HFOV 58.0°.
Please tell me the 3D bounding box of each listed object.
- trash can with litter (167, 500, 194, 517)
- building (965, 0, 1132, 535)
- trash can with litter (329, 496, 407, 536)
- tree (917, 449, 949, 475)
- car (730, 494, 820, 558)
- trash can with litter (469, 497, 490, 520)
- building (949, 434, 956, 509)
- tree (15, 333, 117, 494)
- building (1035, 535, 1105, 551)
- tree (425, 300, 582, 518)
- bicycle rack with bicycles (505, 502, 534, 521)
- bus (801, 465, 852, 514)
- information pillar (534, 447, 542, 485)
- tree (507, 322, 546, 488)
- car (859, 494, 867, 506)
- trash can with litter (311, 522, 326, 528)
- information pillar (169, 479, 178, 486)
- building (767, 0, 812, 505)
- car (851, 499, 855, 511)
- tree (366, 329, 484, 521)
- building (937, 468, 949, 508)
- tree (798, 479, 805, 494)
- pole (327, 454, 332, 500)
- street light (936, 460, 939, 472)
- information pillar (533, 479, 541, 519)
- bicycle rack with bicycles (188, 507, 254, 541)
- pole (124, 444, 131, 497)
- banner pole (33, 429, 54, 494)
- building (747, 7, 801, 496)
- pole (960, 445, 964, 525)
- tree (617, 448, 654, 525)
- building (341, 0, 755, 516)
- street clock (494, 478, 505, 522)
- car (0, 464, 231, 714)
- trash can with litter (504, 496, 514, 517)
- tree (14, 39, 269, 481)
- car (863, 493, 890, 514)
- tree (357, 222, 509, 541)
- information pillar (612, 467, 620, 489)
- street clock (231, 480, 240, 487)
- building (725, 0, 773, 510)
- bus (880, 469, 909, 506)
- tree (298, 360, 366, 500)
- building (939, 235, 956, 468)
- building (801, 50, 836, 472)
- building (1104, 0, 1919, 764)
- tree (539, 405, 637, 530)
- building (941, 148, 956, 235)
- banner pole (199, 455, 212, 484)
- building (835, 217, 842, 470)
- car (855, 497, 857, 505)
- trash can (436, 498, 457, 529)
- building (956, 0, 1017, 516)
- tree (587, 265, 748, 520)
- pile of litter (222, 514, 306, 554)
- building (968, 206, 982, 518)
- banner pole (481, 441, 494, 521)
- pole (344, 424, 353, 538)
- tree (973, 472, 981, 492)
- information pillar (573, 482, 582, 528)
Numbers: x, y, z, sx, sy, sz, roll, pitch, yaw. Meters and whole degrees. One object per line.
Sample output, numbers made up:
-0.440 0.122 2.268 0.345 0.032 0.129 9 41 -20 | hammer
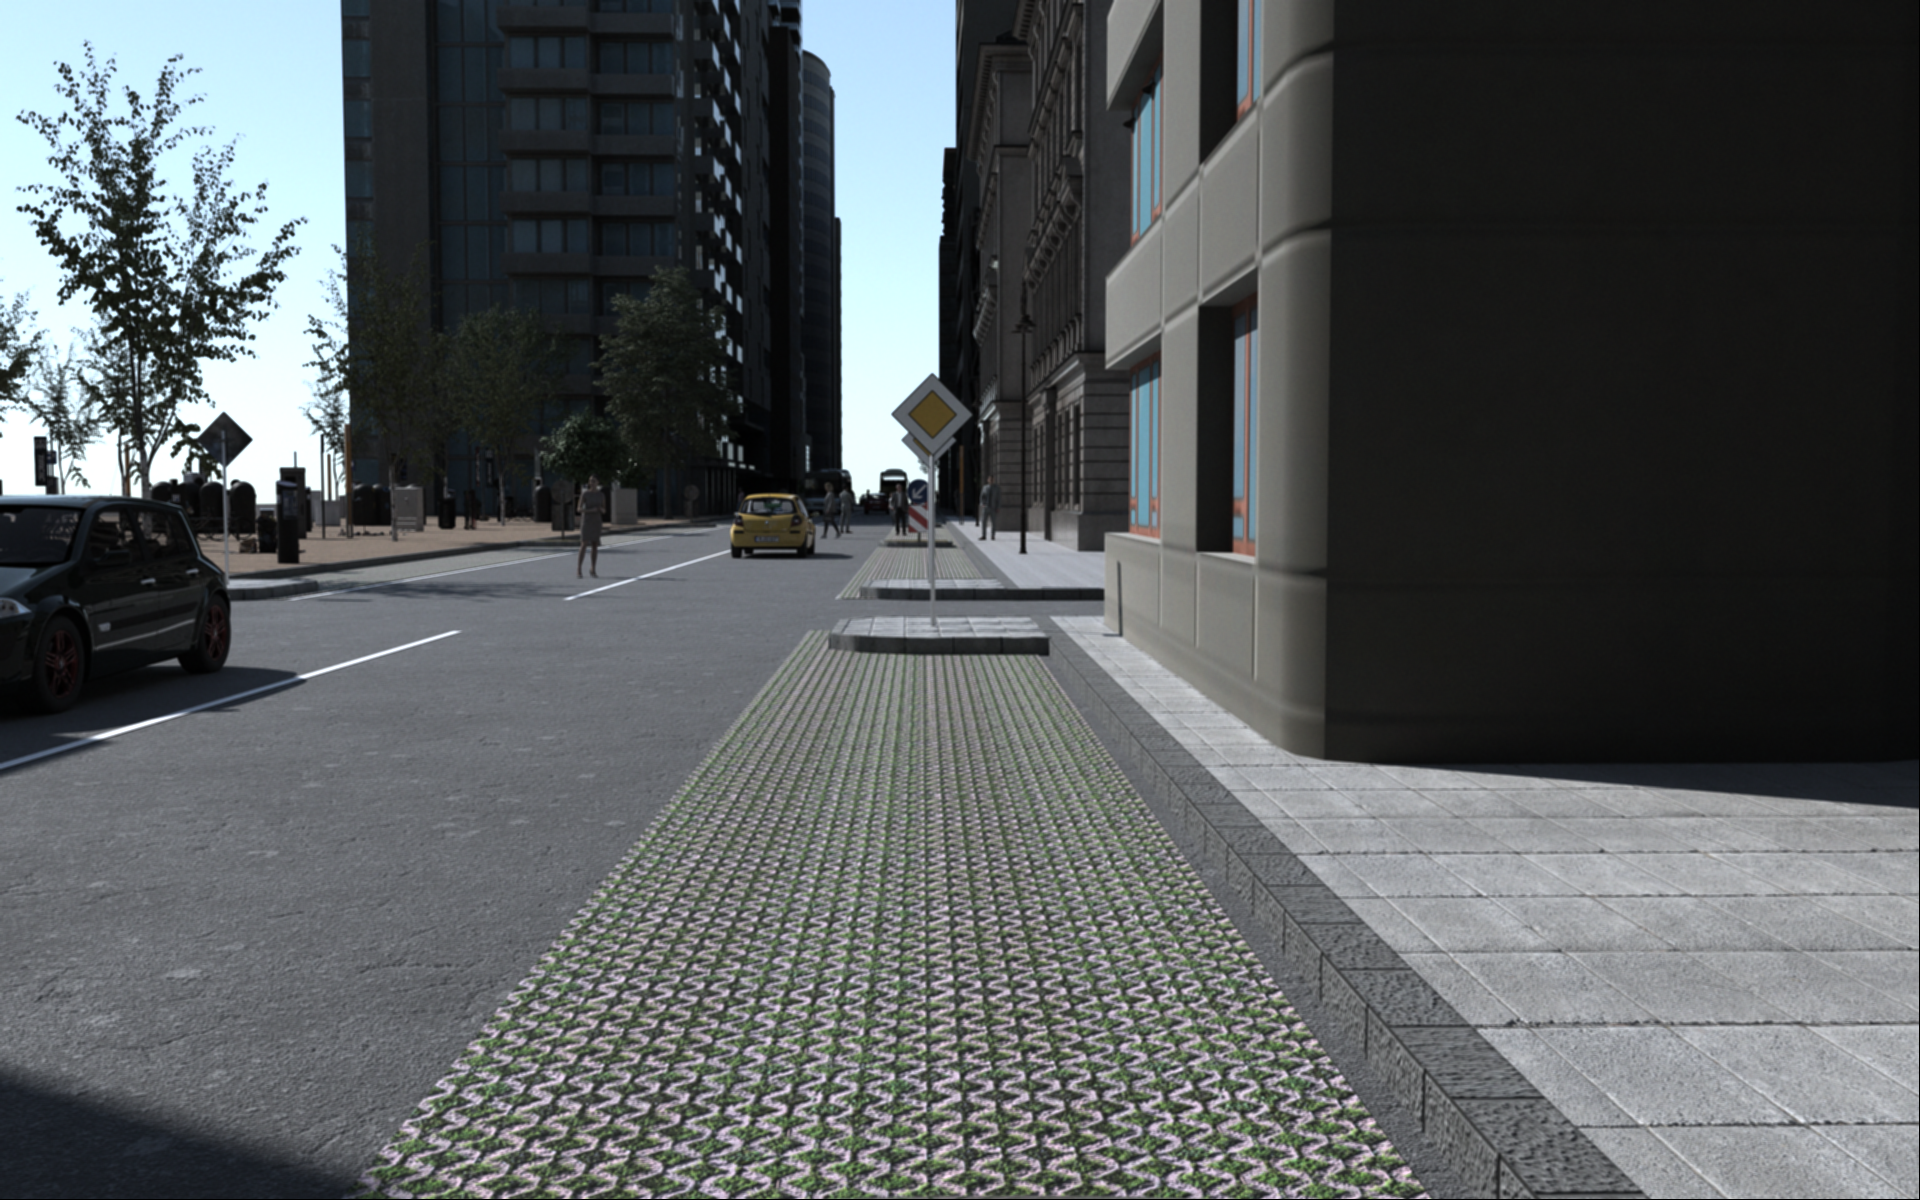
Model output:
-35.650 -4.152 79.274 1.055 1.170 0.624 0 4 -3 | trash can with litter
5.703 -12.422 67.730 10.561 19.102 19.286 0 4 -1 | building
-18.306 -2.604 53.633 2.233 1.210 1.678 -1 4 -15 | trash can with litter
-1.076 -15.230 183.425 7.601 10.594 8.767 0 4 2 | tree
-4.310 -1.839 40.288 2.015 1.641 3.980 0 4 -1 | car
-23.414 -4.471 84.482 1.055 1.170 0.624 1 4 15 | trash can with litter
10.501 -50.490 138.189 22.319 86.520 31.000 0 4 -1 | building
-41.006 -7.898 79.495 4.360 8.622 3.978 0 3 0 | tree
7.149 -11.176 47.350 10.561 19.102 19.286 0 4 -1 | building
-24.271 -10.163 91.923 9.928 11.665 9.643 0 3 0 | tree
-20.546 -4.232 82.578 2.925 0.926 2.852 -1 4 -20 | bicycle rack with bicycles
-9.452 -7.944 124.750 2.948 3.499 13.247 0 4 0 | bus
-20.999 -5.804 86.247 0.504 3.616 0.183 3 5 40 | information pillar
-18.507 -7.290 69.553 4.737 8.622 4.395 0 3 0 | tree
-11.290 -12.229 210.172 2.015 1.641 3.980 0 4 0 | car
-25.355 -3.355 65.906 2.233 1.210 1.678 2 4 32 | trash can with litter
-38.221 -4.877 84.223 0.304 2.012 0.304 -3 5 -43 | information pillar
-27.842 -54.056 196.479 22.319 86.520 31.000 0 4 -1 | building
-10.005 -8.323 148.088 2.014 1.417 4.499 0 4 -2 | car
-22.934 -7.702 76.286 4.360 8.622 3.978 0 3 0 | tree
8.204 -44.416 164.458 20.563 71.187 20.611 0 4 -1 | building
-16.331 -11.120 176.408 1.663 3.219 1.824 0 3 0 | tree
-31.991 -5.752 87.892 0.158 3.312 0.155 0 3 0 | pole
-2.200 -13.791 198.266 0.468 5.910 1.993 0 4 -1 | street light
-20.789 -4.931 85.121 0.304 2.012 0.304 -3 4 -37 | information pillar
-20.971 -2.091 47.563 2.925 0.926 2.852 -1 4 -23 | bicycle rack with bicycles
-33.869 -4.688 70.492 0.158 3.312 0.155 0 3 0 | pole
-34.892 -4.655 66.132 0.863 3.779 0.401 -1 4 -10 | banner pole
-22.530 -31.431 164.006 14.600 45.320 14.200 0 4 -1 | building
0.069 -4.826 72.743 0.158 3.312 0.155 0 3 0 | pole
-13.599 -4.776 72.690 1.663 3.219 1.824 0 3 0 | tree
-26.417 -30.242 114.066 23.786 49.044 30.456 0 4 -1 | building
-21.151 -4.589 79.601 0.471 2.002 0.358 1 4 11 | street clock
-6.761 -0.166 12.497 2.009 1.686 4.222 0 4 -2 | car
-25.597 -5.290 97.874 0.624 1.170 1.055 -2 4 -28 | trash can with litter
-13.488 -4.810 29.013 4.737 8.622 4.395 0 3 0 | tree
-5.958 -7.078 124.768 2.155 1.783 4.494 0 4 -1 | car
-15.382 -5.887 46.614 4.737 8.622 4.395 0 3 0 | tree
-14.861 -5.101 74.759 0.183 3.616 0.504 2 4 27 | information pillar
-35.994 -4.990 86.159 0.471 2.002 0.358 -1 4 -12 | street clock
-30.077 -33.857 142.802 28.713 52.752 27.495 0 4 -1 | building
-6.465 -10.926 170.185 2.896 3.916 12.252 0 4 -1 | bus
-34.319 -8.900 95.876 4.360 8.622 3.978 0 3 0 | tree
4.635 -25.885 194.915 14.160 30.474 14.107 0 4 -1 | building
-27.533 -41.890 226.898 21.231 58.520 28.212 0 4 -1 | building
15.564 -9.623 2.377 27.650 21.520 28.899 0 4 -1 | building
-13.317 -4.816 62.459 4.285 4.588 4.351 0 3 0 | tree
8.816 -34.336 216.022 22.147 44.769 28.867 0 4 -1 | building
-42.143 -6.537 96.896 0.863 3.779 0.401 0 4 -7 | banner pole
-24.311 -34.562 248.688 14.154 41.232 14.086 0 4 -1 | building
-14.729 -13.464 230.358 2.015 1.641 3.980 0 4 -1 | car
-18.840 -3.175 63.565 0.748 1.137 0.748 0 3 0 | trash can
10.595 -29.870 112.079 21.300 48.544 21.600 0 4 -1 | building
-14.454 -10.259 85.861 7.486 12.596 7.792 0 3 0 | tree
-15.235 -1.461 37.852 1.719 0.858 1.176 -1 4 -19 | pile of litter
8.821 -13.698 91.413 16.820 18.784 16.811 0 4 -1 | building
-22.423 -5.634 82.126 0.401 3.779 0.863 2 4 33 | banner pole
-17.844 -3.468 50.540 0.158 3.312 0.155 0 3 0 | pole
1.335 -5.301 81.280 1.663 3.219 1.824 0 3 0 | tree
-14.529 -3.749 65.788 0.304 2.012 0.304 -1 4 -17 | information pillar
